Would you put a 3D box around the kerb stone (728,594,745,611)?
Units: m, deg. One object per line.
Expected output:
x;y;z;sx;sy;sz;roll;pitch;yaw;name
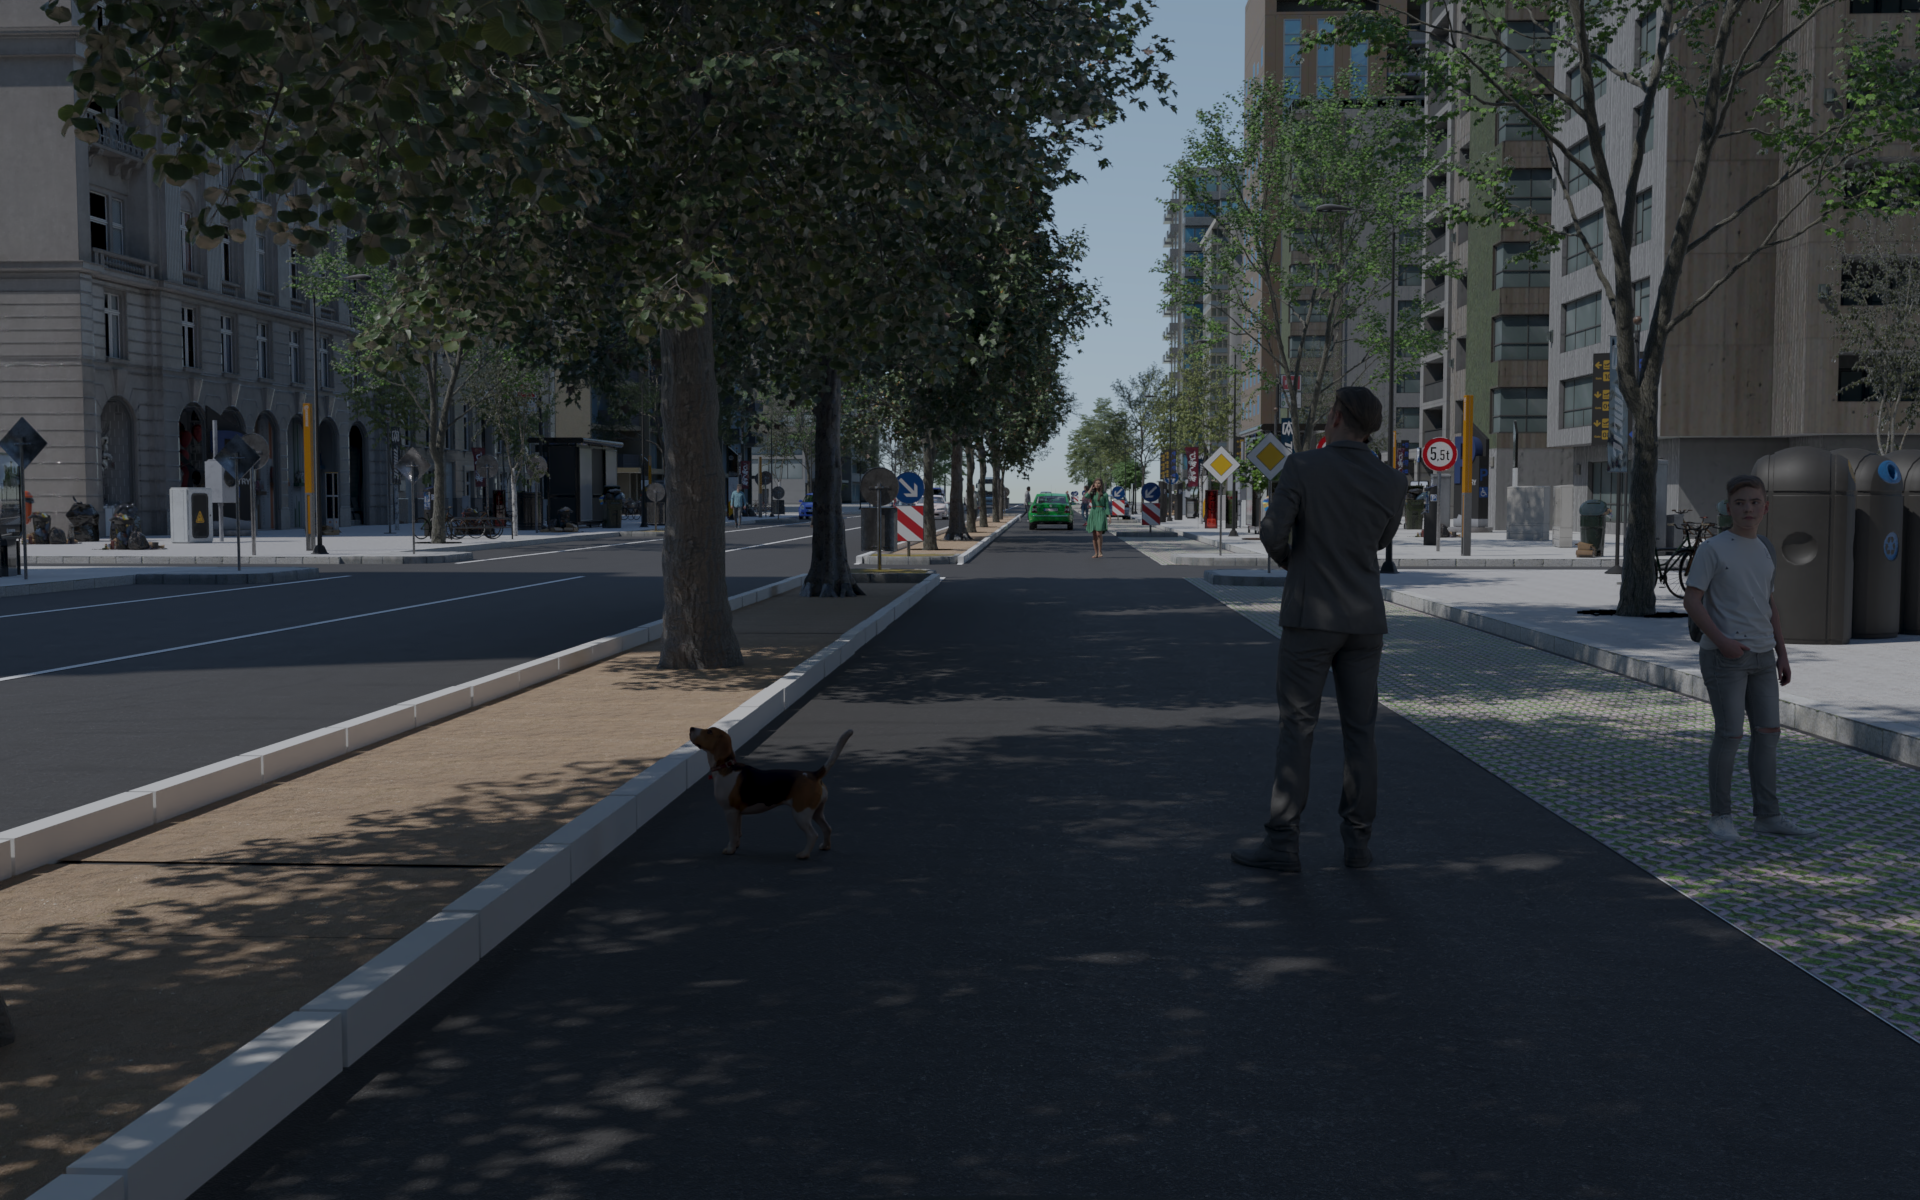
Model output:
-2.831;0.057;21.309;0.120;0.150;1.000;0;4;3;kerb stone

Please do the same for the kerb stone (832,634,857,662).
-1.034;0.438;15.070;0.120;0.150;1.000;0;4;3;kerb stone

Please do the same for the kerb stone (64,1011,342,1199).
-1.620;1.127;3.804;0.120;0.150;1.000;0;4;3;kerb stone

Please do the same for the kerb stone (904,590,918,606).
-0.667;0.001;22.223;0.120;0.150;1.000;0;4;3;kerb stone

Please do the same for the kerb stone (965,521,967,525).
0.427;-3.798;84.289;0.120;0.150;1.000;0;4;3;kerb stone

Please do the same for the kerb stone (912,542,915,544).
-1.423;-1.593;48.438;0.120;0.150;1.000;0;4;3;kerb stone

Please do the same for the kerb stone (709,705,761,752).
-1.299;0.750;9.934;0.120;0.150;1.000;0;4;3;kerb stone

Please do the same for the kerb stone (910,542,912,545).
-1.470;-1.541;47.417;0.120;0.150;1.000;0;4;3;kerb stone

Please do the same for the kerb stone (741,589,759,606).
-2.771;-0.006;22.336;0.120;0.150;1.000;0;4;3;kerb stone

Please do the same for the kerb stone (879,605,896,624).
-0.835;0.187;19.155;0.120;0.150;1.000;0;4;3;kerb stone

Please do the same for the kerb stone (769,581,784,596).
-2.654;-0.134;24.383;0.120;0.150;1.000;0;4;3;kerb stone

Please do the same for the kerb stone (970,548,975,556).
0.210;-1.034;39.173;0.120;0.150;1.000;0;4;3;kerb stone

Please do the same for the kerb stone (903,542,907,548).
-1.521;-1.480;46.396;0.120;0.150;1.000;0;4;3;kerb stone

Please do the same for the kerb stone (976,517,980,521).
1.113;-4.607;97.595;0.120;0.150;1.000;0;4;3;kerb stone

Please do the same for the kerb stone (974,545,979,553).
0.310;-1.164;41.224;0.120;0.150;1.000;0;4;3;kerb stone

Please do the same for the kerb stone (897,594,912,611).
-0.722;0.061;21.202;0.120;0.150;1.000;0;4;3;kerb stone

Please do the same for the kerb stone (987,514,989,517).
1.740;-5.358;109.878;0.120;0.150;1.000;0;4;3;kerb stone

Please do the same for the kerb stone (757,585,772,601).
-2.708;-0.070;23.356;0.120;0.150;1.000;0;4;3;kerb stone

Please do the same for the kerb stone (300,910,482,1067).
-1.564;1.065;4.825;0.120;0.150;1.000;0;4;3;kerb stone

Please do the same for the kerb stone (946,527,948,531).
-0.631;-2.542;63.800;0.120;0.150;1.000;0;4;3;kerb stone

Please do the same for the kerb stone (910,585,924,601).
-0.613;-0.065;23.252;0.120;0.150;1.000;0;4;3;kerb stone

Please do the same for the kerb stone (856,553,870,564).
-2.055;-0.855;36.182;0.120;0.150;1.000;0;4;3;kerb stone

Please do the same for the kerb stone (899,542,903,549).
-1.633;-1.355;44.353;0.120;0.150;1.000;0;4;3;kerb stone

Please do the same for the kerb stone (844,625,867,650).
-0.997;0.373;16.092;0.120;0.150;1.000;0;4;3;kerb stone

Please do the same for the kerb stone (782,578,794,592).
-2.605;-0.192;25.406;0.120;0.150;1.000;0;4;3;kerb stone

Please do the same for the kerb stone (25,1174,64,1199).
-1.662;1.190;2.774;0.120;0.150;1.000;0;4;3;kerb stone

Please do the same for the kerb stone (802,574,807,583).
-2.498;-0.319;27.449;0.120;0.150;1.000;0;4;3;kerb stone

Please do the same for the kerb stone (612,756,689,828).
-1.413;0.875;7.892;0.120;0.150;1.000;0;4;3;kerb stone

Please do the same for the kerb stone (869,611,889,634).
-0.877;0.248;18.133;0.120;0.150;1.000;0;4;3;kerb stone

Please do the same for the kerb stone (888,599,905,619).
-0.773;0.123;20.181;0.120;0.150;1.000;0;4;3;kerb stone

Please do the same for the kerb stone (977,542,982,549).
0.419;-1.290;43.283;0.120;0.150;1.000;0;4;3;kerb stone

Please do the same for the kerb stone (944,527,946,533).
-0.687;-2.477;62.780;0.120;0.150;1.000;0;4;3;kerb stone

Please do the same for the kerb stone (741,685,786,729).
-1.251;0.687;10.961;0.120;0.150;1.000;0;4;3;kerb stone

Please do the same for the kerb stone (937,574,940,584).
-0.406;-0.315;27.342;0.120;0.150;1.000;0;4;3;kerb stone

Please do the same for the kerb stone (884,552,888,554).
-1.839;-1.103;40.267;0.120;0.150;1.000;0;4;3;kerb stone

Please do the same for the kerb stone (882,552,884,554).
-1.891;-1.040;39.246;0.120;0.150;1.000;0;4;3;kerb stone

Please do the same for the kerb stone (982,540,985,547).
0.521;-1.415;45.330;0.120;0.150;1.000;0;4;3;kerb stone

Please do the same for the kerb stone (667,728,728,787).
-1.358;0.815;8.913;0.120;0.150;1.000;0;4;3;kerb stone

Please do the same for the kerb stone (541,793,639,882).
-1.462;0.938;6.867;0.120;0.150;1.000;0;4;3;kerb stone

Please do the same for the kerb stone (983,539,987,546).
0.568;-1.478;46.358;0.120;0.150;1.000;0;4;3;kerb stone

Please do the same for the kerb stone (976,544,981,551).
0.365;-1.223;42.259;0.120;0.150;1.000;0;4;3;kerb stone

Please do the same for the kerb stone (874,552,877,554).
-1.951;-0.980;38.225;0.120;0.150;1.000;0;4;3;kerb stone

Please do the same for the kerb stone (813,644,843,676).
-1.090;0.498;14.049;0.120;0.150;1.000;0;4;3;kerb stone

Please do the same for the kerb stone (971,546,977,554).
0.256;-1.101;40.202;0.120;0.150;1.000;0;4;3;kerb stone

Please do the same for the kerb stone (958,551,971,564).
0.098;-0.910;37.115;0.120;0.150;1.000;0;4;3;kerb stone

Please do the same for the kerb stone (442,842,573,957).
-1.513;1.000;5.846;0.120;0.150;1.000;0;4;3;kerb stone

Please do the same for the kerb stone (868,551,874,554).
-2.002;-0.918;37.205;0.120;0.150;1.000;0;4;3;kerb stone

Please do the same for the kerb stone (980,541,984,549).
0.469;-1.352;44.303;0.120;0.150;1.000;0;4;3;kerb stone

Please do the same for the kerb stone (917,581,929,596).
-0.570;-0.127;24.274;0.120;0.150;1.000;0;4;3;kerb stone

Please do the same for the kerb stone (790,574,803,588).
-2.560;-0.259;26.429;0.120;0.150;1.000;0;4;3;kerb stone

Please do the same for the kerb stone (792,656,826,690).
-1.148;0.561;13.020;0.120;0.150;1.000;0;4;3;kerb stone

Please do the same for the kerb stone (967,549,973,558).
0.156;-0.975;38.140;0.120;0.150;1.000;0;4;3;kerb stone

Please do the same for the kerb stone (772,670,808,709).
-1.196;0.628;11.989;0.120;0.150;1.000;0;4;3;kerb stone

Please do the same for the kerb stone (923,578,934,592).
-0.513;-0.182;25.301;0.120;0.150;1.000;0;4;3;kerb stone

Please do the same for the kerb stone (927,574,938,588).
-0.462;-0.252;26.321;0.120;0.150;1.000;0;4;3;kerb stone

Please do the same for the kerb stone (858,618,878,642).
-0.940;0.311;17.113;0.120;0.150;1.000;0;4;3;kerb stone

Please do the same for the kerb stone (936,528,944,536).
-0.737;-2.420;61.758;0.120;0.150;1.000;0;4;3;kerb stone
